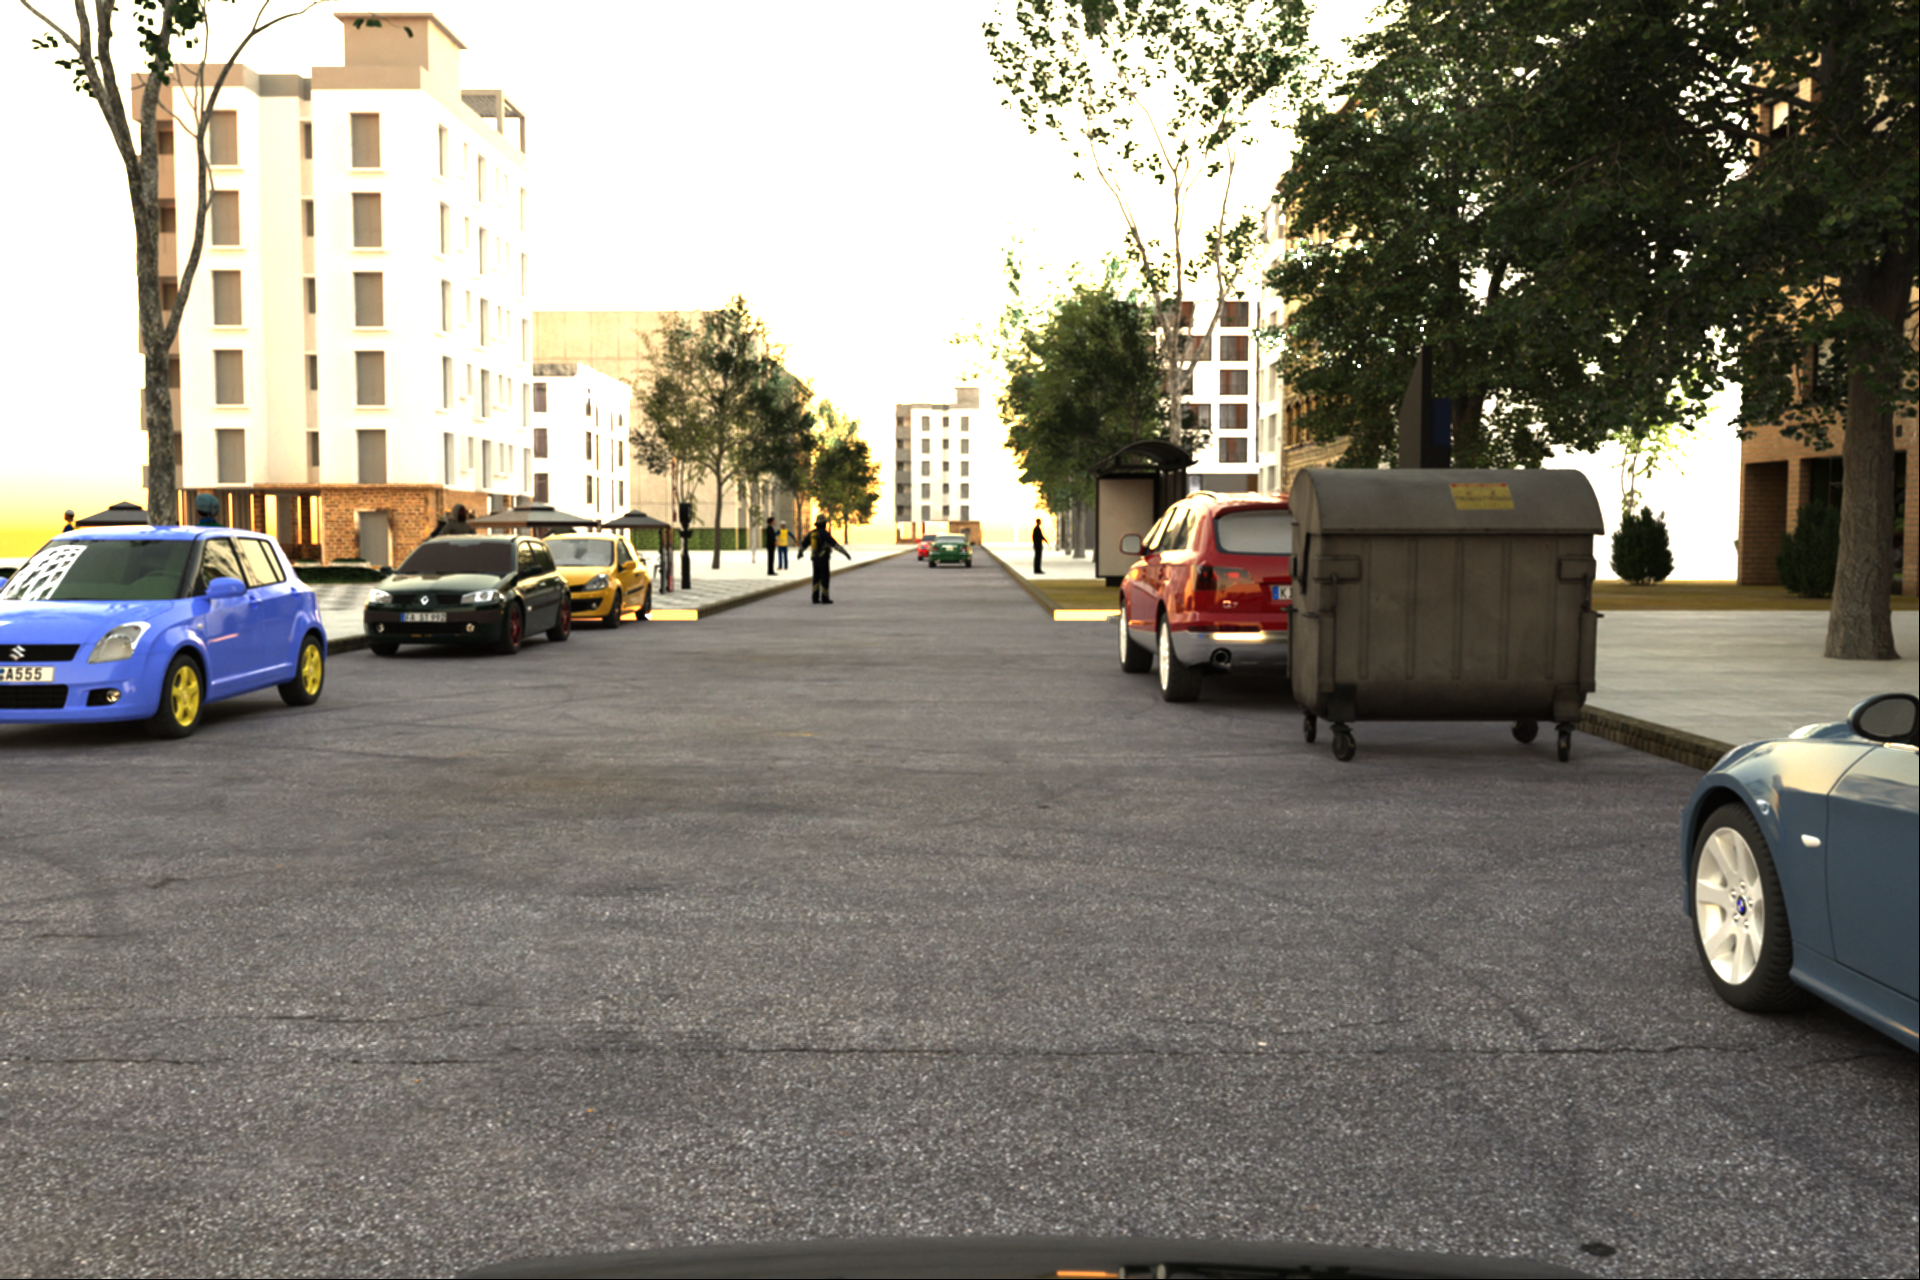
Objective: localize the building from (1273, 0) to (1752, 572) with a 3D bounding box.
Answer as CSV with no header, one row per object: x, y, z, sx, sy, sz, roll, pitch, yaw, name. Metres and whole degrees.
23.231,-14.396,66.302,19.493,23.208,18.063,0,4,1,building

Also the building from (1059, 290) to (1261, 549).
22.907,-19.435,161.739,27.936,21.610,32.646,0,3,0,building

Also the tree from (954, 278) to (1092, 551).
6.366,-16.659,128.260,12.611,20.169,13.585,0,3,0,tree

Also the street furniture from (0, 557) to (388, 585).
-19.927,-1.770,44.565,10.072,0.657,5.734,-1,4,-15,street furniture

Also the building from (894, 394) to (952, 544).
-8.084,-22.397,225.070,11.380,20.090,16.016,-1,4,-8,building

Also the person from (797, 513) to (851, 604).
-2.850,-1.679,35.683,1.354,1.856,0.705,2,4,33,person

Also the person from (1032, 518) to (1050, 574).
2.561,-3.050,56.088,0.704,1.802,1.346,-1,4,-18,person

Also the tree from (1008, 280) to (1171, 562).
6.008,-9.799,78.343,7.486,12.596,7.792,0,3,0,tree

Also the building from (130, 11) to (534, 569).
-24.117,-12.711,64.253,16.016,20.090,11.380,0,4,1,building

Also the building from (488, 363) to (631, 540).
-23.395,-9.614,99.340,9.099,9.664,28.070,0,4,0,building

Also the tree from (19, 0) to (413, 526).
-12.464,-10.262,23.678,12.611,20.169,13.585,0,3,0,tree

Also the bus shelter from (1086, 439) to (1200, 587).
4.095,-2.799,39.683,2.014,3.302,5.546,0,3,0,bus shelter

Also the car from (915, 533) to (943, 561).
-1.371,-5.214,94.283,2.155,1.783,4.494,0,4,0,car

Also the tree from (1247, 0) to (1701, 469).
10.490,-7.920,36.156,9.857,13.997,8.962,0,3,0,tree

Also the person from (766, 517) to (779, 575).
-5.879,-2.934,54.164,0.705,1.806,1.347,-1,4,-14,person

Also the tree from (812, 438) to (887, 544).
-14.381,-19.165,220.005,9.857,13.997,8.962,0,3,0,tree

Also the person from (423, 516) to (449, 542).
-16.100,-2.939,53.840,0.705,1.856,1.354,3,5,41,person

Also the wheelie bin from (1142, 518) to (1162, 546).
3.879,-1.551,33.270,0.693,1.594,0.980,0,4,-1,wheelie bin

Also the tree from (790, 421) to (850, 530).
-8.419,-9.540,106.334,4.737,8.622,4.395,0,3,0,tree

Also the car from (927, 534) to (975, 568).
-0.406,-3.873,75.129,2.131,1.459,4.920,0,4,1,car

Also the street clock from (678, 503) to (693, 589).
-6.374,-2.181,40.234,0.358,2.002,0.471,0,4,0,street clock

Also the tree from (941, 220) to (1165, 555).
5.290,-15.312,106.232,12.611,20.169,13.585,0,3,0,tree

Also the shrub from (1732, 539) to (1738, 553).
20.945,-2.492,44.790,1.661,2.075,1.752,0,3,0,shrub

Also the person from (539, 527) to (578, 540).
-9.302,-2.095,40.525,1.348,1.796,0.705,-1,4,-16,person

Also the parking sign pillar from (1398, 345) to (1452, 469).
6.792,-2.260,25.428,1.447,3.967,1.447,0,4,0,parking sign pillar

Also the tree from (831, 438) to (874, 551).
-8.385,-11.104,131.918,4.737,8.622,4.395,0,3,0,tree

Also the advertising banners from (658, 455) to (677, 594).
-6.370,-2.552,37.906,0.090,3.025,2.074,0,4,1,advertising banners

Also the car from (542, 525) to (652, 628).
-6.033,-1.057,27.504,2.015,1.641,3.980,0,4,0,car

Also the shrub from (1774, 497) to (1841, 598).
17.179,-1.854,34.728,1.690,2.028,1.600,0,3,0,shrub

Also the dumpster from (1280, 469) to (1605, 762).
3.115,-0.193,11.370,1.865,1.857,1.264,0,4,0,dumpster

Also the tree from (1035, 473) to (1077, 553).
6.308,-10.235,117.704,4.360,8.622,3.978,0,3,0,tree

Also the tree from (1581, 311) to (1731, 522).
18.905,-5.978,48.095,4.737,8.622,4.395,0,3,0,tree

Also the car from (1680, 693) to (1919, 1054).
3.172,0.506,3.732,2.014,1.417,4.499,0,4,0,car

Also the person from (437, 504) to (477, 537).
-8.849,-1.503,30.702,0.705,1.813,1.348,2,4,35,person

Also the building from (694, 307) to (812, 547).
-25.372,-21.191,177.399,19.493,23.208,18.063,0,4,0,building

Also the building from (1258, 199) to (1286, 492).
22.257,-14.793,98.288,16.016,20.090,11.380,0,3,0,building

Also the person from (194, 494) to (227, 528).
-7.175,-0.484,16.494,0.704,1.817,1.347,3,4,38,person

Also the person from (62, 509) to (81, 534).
-19.323,-1.934,37.584,0.705,1.833,1.349,0,4,-5,person

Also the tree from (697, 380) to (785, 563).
-8.862,-7.683,75.984,4.360,8.622,3.978,0,3,0,tree

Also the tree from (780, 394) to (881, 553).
-8.959,-11.093,115.787,8.767,10.594,7.601,3,5,44,tree

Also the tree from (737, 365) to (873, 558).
-8.611,-9.815,94.880,8.767,10.594,7.601,1,4,12,tree

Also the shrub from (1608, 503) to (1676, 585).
17.140,-2.412,43.481,1.661,2.075,1.752,0,3,0,shrub

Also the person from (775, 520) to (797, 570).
-6.433,-3.434,62.607,1.216,1.772,0.721,-2,4,-30,person

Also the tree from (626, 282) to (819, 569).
-8.666,-7.900,63.583,7.601,10.594,8.767,-1,4,-12,tree

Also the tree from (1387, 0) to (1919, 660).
9.252,-6.786,17.607,9.857,13.997,8.962,0,3,0,tree

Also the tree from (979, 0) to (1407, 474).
7.614,-11.844,49.543,12.611,20.169,13.585,0,3,0,tree

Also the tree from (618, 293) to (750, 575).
-8.905,-6.336,53.956,4.360,8.622,3.978,0,3,0,tree

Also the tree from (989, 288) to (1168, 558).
6.377,-11.322,91.769,9.857,13.997,8.962,0,3,0,tree

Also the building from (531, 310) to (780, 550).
-26.076,-17.512,152.770,16.747,18.905,31.486,0,4,0,building

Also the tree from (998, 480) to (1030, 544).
7.558,-16.805,225.124,4.360,8.622,3.978,0,3,0,tree

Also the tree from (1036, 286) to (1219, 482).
6.316,-8.042,65.906,7.601,10.594,8.767,-2,4,-25,tree

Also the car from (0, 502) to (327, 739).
-6.261,-0.223,13.240,1.945,1.707,3.694,0,3,0,car

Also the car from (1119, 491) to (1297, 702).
2.716,-0.468,16.332,2.281,1.827,5.304,0,4,-1,car

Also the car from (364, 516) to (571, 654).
-6.130,-0.738,21.849,2.009,1.686,4.222,0,4,0,car

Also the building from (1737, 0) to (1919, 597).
29.107,-12.992,18.996,21.656,26.213,47.522,0,4,0,building

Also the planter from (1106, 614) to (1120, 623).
3.409,-0.442,28.365,1.991,0.319,1.994,0,3,0,planter
